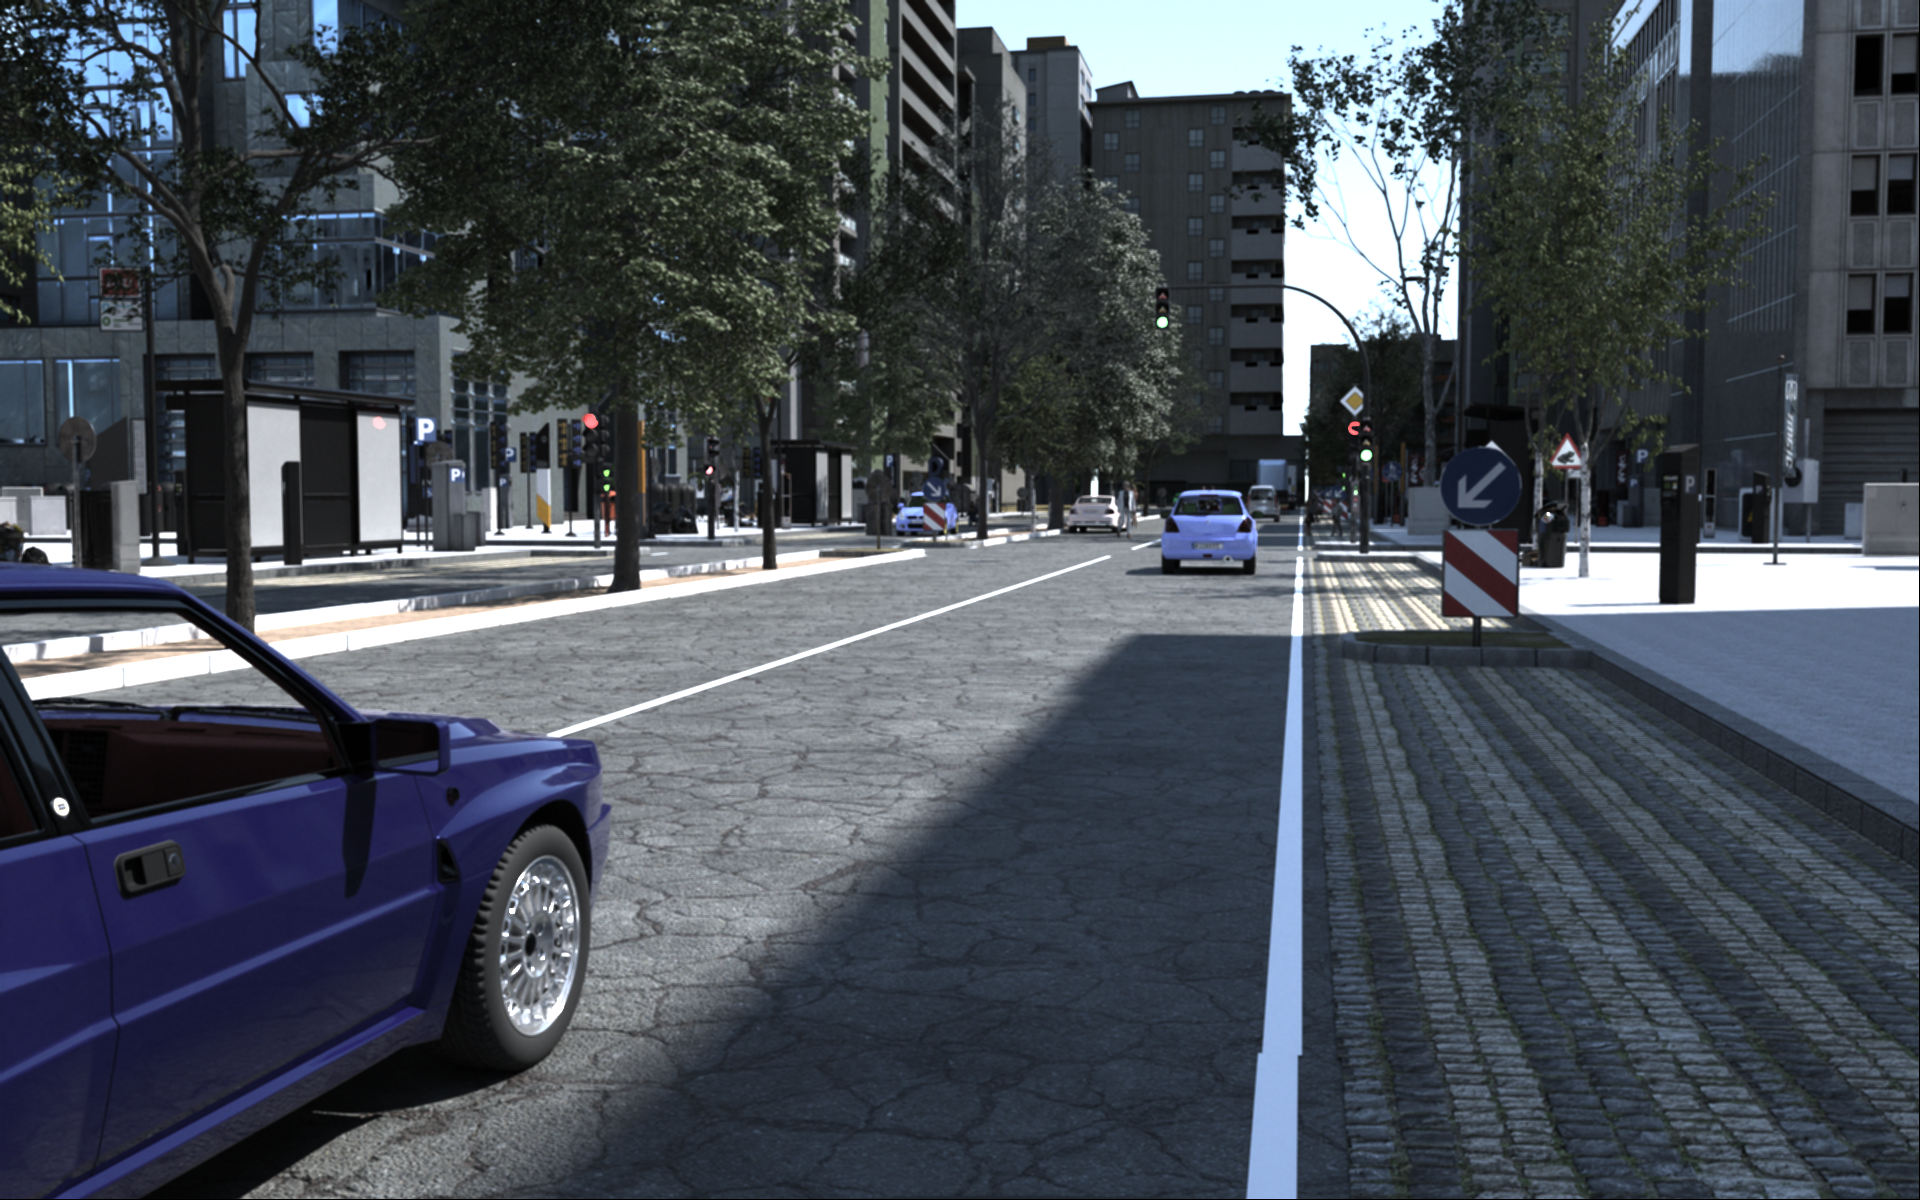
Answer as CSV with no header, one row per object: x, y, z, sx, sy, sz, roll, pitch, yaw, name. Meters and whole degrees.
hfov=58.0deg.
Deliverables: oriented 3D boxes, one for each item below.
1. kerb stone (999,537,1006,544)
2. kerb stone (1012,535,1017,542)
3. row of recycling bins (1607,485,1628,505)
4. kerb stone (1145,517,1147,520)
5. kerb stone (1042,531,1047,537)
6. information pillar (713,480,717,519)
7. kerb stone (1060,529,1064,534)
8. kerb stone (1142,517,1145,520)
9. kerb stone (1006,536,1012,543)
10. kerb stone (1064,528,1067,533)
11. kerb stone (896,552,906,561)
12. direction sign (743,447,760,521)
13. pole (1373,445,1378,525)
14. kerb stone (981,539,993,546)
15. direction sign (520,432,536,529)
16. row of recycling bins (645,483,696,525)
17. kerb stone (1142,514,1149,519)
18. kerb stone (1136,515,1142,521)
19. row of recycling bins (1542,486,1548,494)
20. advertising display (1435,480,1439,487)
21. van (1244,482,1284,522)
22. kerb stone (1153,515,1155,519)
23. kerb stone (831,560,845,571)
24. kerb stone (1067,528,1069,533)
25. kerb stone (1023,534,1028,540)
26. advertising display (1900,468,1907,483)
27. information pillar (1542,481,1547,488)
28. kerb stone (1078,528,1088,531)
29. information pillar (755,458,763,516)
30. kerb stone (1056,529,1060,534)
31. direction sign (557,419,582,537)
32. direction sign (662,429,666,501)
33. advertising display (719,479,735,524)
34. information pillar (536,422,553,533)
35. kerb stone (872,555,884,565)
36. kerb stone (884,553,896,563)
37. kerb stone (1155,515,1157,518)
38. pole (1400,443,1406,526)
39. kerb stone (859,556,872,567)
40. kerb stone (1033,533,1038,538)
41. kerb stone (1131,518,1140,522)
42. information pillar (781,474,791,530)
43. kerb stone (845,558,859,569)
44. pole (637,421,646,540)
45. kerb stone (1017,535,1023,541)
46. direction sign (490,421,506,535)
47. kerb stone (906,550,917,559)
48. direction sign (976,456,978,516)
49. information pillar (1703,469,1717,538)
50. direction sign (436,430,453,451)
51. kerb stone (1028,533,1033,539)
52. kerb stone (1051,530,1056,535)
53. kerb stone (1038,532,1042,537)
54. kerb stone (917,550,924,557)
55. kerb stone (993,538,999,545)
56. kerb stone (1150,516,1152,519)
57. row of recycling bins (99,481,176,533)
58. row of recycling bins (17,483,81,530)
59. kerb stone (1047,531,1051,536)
1.104,-1.707,50.097,0.120,0.150,1.000,1,4,11,kerb stone
1.504,-1.829,52.118,0.120,0.150,1.000,1,4,11,kerb stone
29.106,-4.253,76.653,1.069,1.692,3.534,1,4,19,row of recycling bins
10.059,-4.478,95.408,0.120,0.150,1.000,1,4,11,kerb stone
2.706,-2.198,58.164,0.120,0.150,1.000,1,4,11,kerb stone
-12.917,-5.276,90.750,0.304,2.012,0.304,-1,4,-21,information pillar
3.500,-2.445,62.192,0.120,0.150,1.000,1,4,11,kerb stone
9.864,-4.416,94.395,0.120,0.150,1.000,1,4,11,kerb stone
1.308,-1.764,51.115,0.120,0.150,1.000,1,4,11,kerb stone
3.703,-2.508,63.209,0.120,0.150,1.000,1,4,11,kerb stone
-1.386,-0.933,37.466,0.120,0.150,1.000,1,4,11,kerb stone
-10.060,-5.603,83.604,0.876,3.537,0.379,-1,4,-22,direction sign
17.402,-4.811,72.499,0.158,3.312,0.155,0,3,0,pole
0.709,-1.583,48.089,0.120,0.150,1.000,1,4,11,kerb stone
-15.844,-4.381,63.620,0.876,3.537,0.379,3,4,37,direction sign
-10.664,-3.488,64.140,1.069,1.692,3.534,1,4,12,row of recycling bins
10.263,-4.539,96.410,0.120,0.150,1.000,1,4,11,kerb stone
9.476,-4.293,92.379,0.120,0.150,1.000,1,4,11,kerb stone
25.936,-4.560,81.671,3.534,1.692,1.069,2,4,33,row of recycling bins
21.459,-4.451,77.984,0.974,1.923,0.123,1,4,10,advertising display
15.610,-5.021,89.107,2.013,2.044,4.112,1,4,12,van
11.060,-4.785,100.424,0.120,0.150,1.000,1,4,11,kerb stone
-2.382,-0.626,32.436,0.120,0.150,1.000,1,4,11,kerb stone
3.907,-2.570,64.211,0.120,0.150,1.000,1,4,11,kerb stone
1.902,-1.953,54.128,0.120,0.150,1.000,1,4,11,kerb stone
23.712,-2.346,43.566,0.123,1.923,0.974,2,4,26,advertising display
33.663,-5.835,99.896,0.304,2.012,0.304,1,4,14,information pillar
4.883,-2.875,69.241,0.120,0.150,1.000,1,4,11,kerb stone
-11.451,-6.569,98.757,0.504,3.616,0.183,-1,4,-14,information pillar
3.300,-2.383,61.190,0.120,0.150,1.000,1,4,11,kerb stone
-11.782,-3.690,52.325,0.379,3.537,0.876,3,4,38,direction sign
-10.347,-4.194,60.576,0.379,3.537,0.876,-1,4,-16,direction sign
-9.966,-4.221,74.221,0.974,1.923,0.123,3,5,45,advertising display
-13.594,-3.987,56.542,0.504,3.616,0.183,1,4,22,information pillar
-1.794,-0.811,35.463,0.120,0.150,1.000,1,4,11,kerb stone
-1.585,-0.873,36.463,0.120,0.150,1.000,1,4,11,kerb stone
11.263,-4.844,101.429,0.120,0.150,1.000,1,4,11,kerb stone
17.557,-4.576,68.666,0.158,3.312,0.155,0,3,0,pole
-1.988,-0.749,34.452,0.120,0.150,1.000,1,4,11,kerb stone
2.305,-2.074,56.142,0.120,0.150,1.000,1,4,11,kerb stone
9.263,-4.231,91.379,0.120,0.150,1.000,1,4,11,kerb stone
-6.301,-3.559,62.689,0.304,2.012,0.304,-1,4,-18,information pillar
-2.179,-0.688,33.448,0.120,0.150,1.000,1,4,11,kerb stone
-8.882,-3.331,48.313,0.158,3.312,0.155,0,3,0,pole
1.707,-1.892,53.124,0.120,0.150,1.000,1,4,11,kerb stone
-14.373,-3.789,53.948,0.876,3.537,0.379,3,5,45,direction sign
-1.186,-0.992,38.470,0.120,0.150,1.000,1,4,11,kerb stone
1.001,-6.756,102.456,0.379,3.537,0.876,0,4,6,direction sign
21.802,-2.805,50.358,0.304,2.012,0.304,1,4,22,information pillar
-18.303,-4.241,61.341,0.876,3.537,0.379,2,4,25,direction sign
2.107,-2.015,55.139,0.120,0.150,1.000,1,4,11,kerb stone
3.111,-2.321,60.185,0.120,0.150,1.000,1,4,11,kerb stone
2.500,-2.139,57.162,0.120,0.150,1.000,1,4,11,kerb stone
-0.981,-1.057,39.476,0.120,0.150,1.000,1,4,11,kerb stone
0.903,-1.645,49.094,0.120,0.150,1.000,1,4,11,kerb stone
10.661,-4.656,98.417,0.120,0.150,1.000,1,4,11,kerb stone
-26.908,-3.039,56.808,1.069,1.692,3.534,1,4,11,row of recycling bins
-33.154,-3.420,63.027,3.534,1.692,1.069,2,4,33,row of recycling bins
2.902,-2.262,59.184,0.120,0.150,1.000,1,4,11,kerb stone
